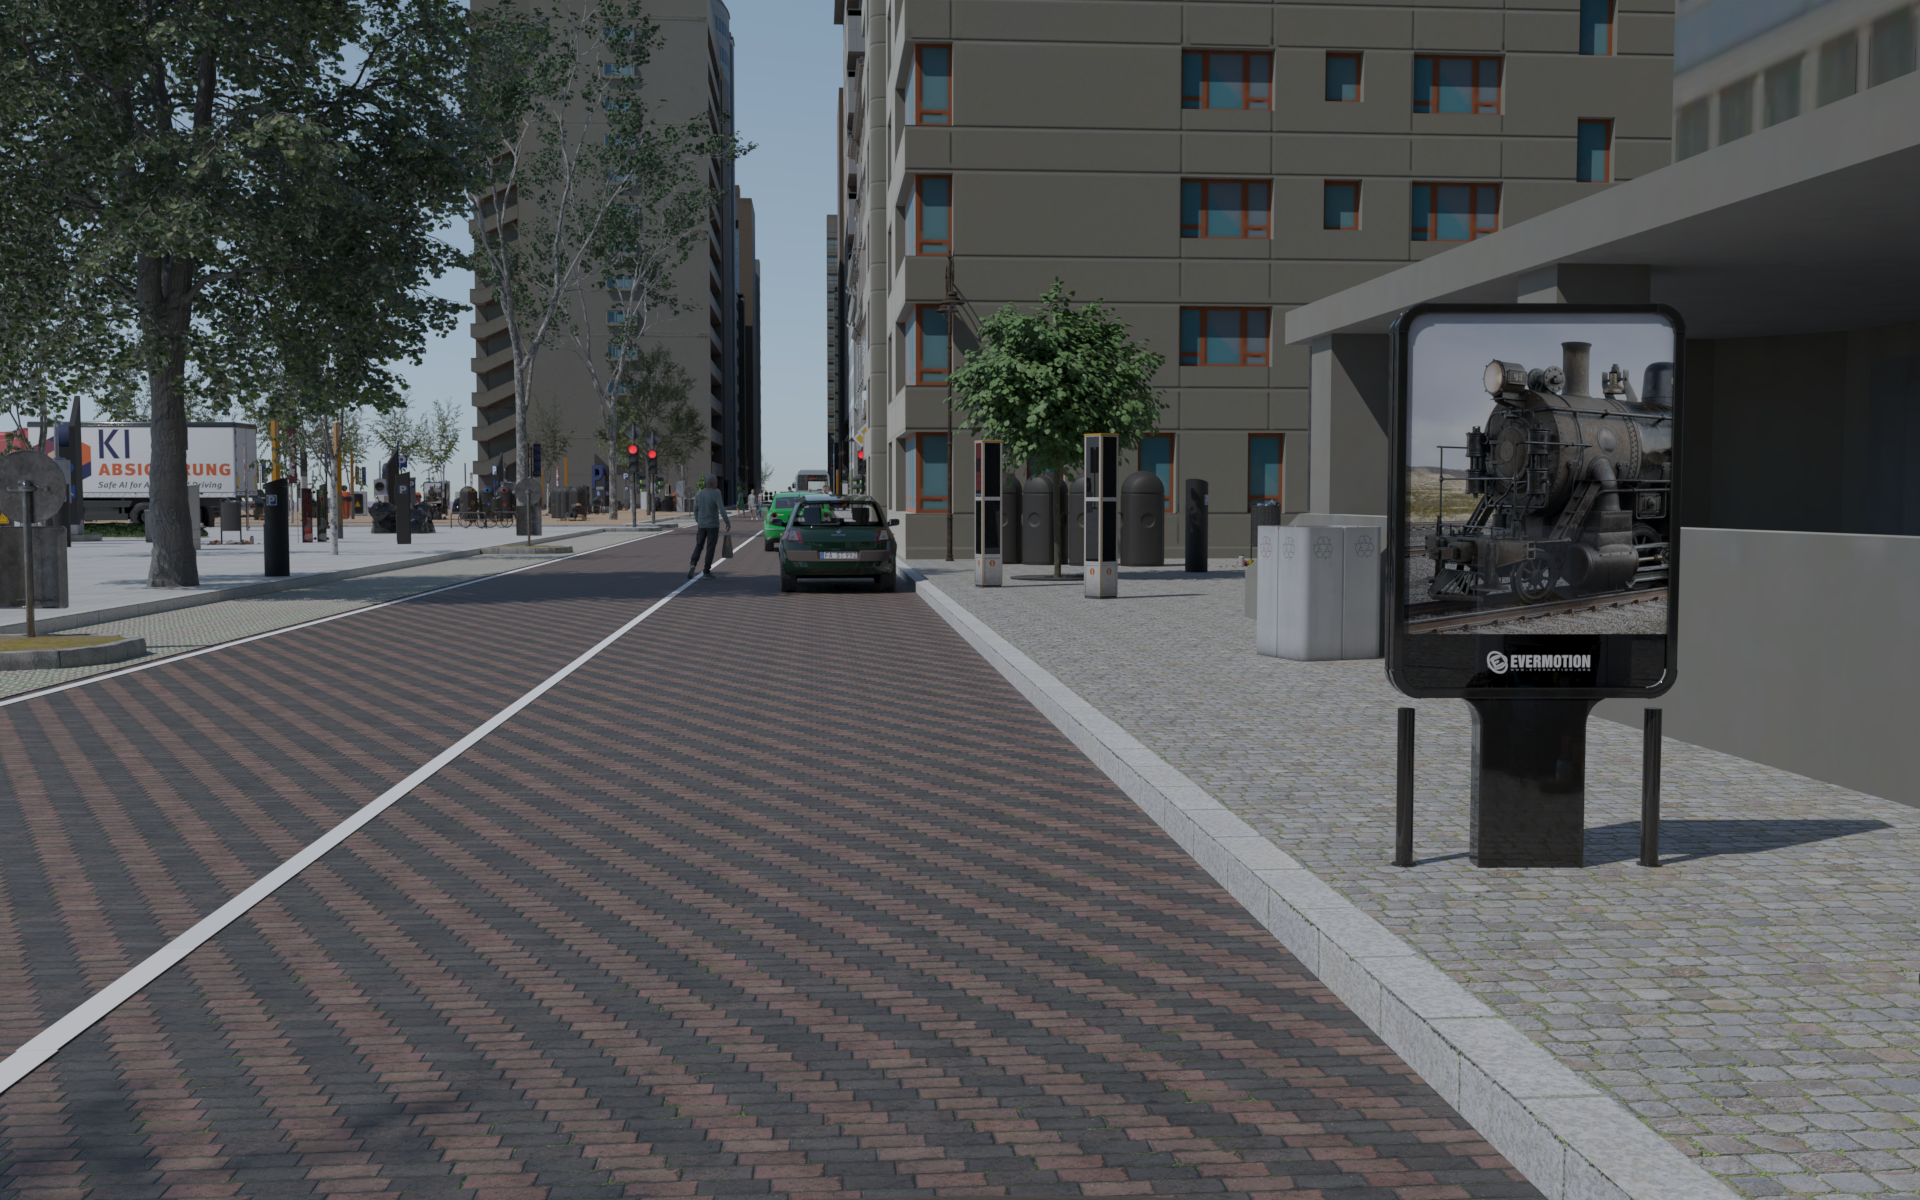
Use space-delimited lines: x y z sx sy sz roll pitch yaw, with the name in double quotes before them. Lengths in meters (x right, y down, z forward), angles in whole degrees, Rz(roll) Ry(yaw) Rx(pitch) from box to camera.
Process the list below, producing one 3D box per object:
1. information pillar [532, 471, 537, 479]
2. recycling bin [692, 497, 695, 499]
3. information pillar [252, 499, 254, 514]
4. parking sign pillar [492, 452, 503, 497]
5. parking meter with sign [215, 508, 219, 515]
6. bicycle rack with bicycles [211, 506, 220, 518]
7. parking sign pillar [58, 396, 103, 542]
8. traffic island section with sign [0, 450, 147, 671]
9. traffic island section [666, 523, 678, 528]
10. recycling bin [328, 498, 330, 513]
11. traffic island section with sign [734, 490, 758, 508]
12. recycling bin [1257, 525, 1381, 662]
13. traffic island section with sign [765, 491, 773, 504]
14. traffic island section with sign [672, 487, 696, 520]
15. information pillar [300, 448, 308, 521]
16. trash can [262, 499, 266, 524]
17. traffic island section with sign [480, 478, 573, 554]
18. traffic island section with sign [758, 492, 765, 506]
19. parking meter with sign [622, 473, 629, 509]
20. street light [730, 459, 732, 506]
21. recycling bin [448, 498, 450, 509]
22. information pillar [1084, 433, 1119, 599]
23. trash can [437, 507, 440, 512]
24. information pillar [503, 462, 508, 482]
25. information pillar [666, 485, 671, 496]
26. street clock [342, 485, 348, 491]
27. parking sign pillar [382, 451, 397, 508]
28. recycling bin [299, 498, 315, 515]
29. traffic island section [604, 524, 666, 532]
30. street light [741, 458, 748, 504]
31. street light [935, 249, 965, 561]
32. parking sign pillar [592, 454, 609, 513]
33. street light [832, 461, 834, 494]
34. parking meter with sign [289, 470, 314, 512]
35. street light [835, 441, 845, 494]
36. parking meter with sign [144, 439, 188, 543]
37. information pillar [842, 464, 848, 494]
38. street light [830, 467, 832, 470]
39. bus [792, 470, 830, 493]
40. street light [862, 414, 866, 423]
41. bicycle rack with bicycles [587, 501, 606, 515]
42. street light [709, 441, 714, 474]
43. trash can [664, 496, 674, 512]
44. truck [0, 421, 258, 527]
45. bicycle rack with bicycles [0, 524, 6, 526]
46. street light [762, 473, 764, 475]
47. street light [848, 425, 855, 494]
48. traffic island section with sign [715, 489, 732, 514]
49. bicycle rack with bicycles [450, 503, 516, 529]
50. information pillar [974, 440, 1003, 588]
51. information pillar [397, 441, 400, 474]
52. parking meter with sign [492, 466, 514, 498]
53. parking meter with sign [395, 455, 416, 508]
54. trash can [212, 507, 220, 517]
"information pillar" -36.197 -9.566 147.756 0.504 3.616 0.183 -1 4 -18
"recycling bin" -21.366 -7.718 138.746 0.722 1.027 0.722 -1 4 -10
"information pillar" -44.398 -6.394 109.028 0.304 2.012 0.304 -2 4 -31
"parking sign pillar" -29.667 -7.505 111.172 1.447 3.967 1.447 0 4 -2
"parking meter with sign" -42.431 -6.262 98.649 0.543 3.016 1.738 -1 4 -21
"bicycle rack with bicycles" -40.471 -4.871 93.030 2.925 0.926 2.852 -1 4 -16
"parking sign pillar" -24.055 -3.570 46.847 1.447 3.967 1.447 -1 4 -20
"traffic island section with sign" -8.170 -0.377 14.786 1.989 1.847 2.006 0 4 -5
"traffic island section" -13.206 -3.196 74.540 2.009 0.180 2.903 0 4 -5
"recycling bin" -42.714 -6.394 117.092 0.722 1.027 0.722 -3 4 -38
"traffic island section with sign" -21.566 -10.078 173.400 1.989 1.847 2.006 0 4 -5
"recycling bin" 2.820 -0.067 13.652 0.722 1.027 0.722 -1 4 -20
"traffic island section with sign" -28.535 -15.122 255.878 1.989 1.847 2.006 0 4 -5
"traffic island section with sign" -15.137 -5.427 97.364 1.989 1.847 2.006 0 4 -5
"information pillar" -30.931 -5.523 81.659 0.183 3.616 0.504 1 4 12
"trash can" -21.199 -2.564 53.575 0.748 1.137 0.748 0 3 0
"traffic island section with sign" -10.463 -2.039 41.969 1.989 1.847 2.006 0 4 -5
"traffic island section with sign" -23.833 -11.721 200.260 1.989 1.847 2.006 0 4 -5
"parking meter with sign" -27.491 -8.952 142.625 0.543 3.016 1.738 -1 4 -12
"street light" -24.526 -12.995 185.249 0.468 5.910 1.993 0 4 -5
"recycling bin" -43.090 -8.091 144.838 0.722 1.027 0.722 -2 4 -35
"information pillar" 1.729 -1.022 21.210 0.304 2.012 0.304 -3 4 -39
"trash can" -32.842 -5.913 108.339 0.748 1.137 0.748 0 3 0
"information pillar" -33.085 -8.248 126.206 0.504 3.616 0.183 3 5 43
"information pillar" -23.027 -8.095 136.848 0.304 2.012 0.304 3 5 42
"street clock" -49.614 -8.259 139.596 0.471 2.002 0.358 0 4 -1
"parking sign pillar" -35.281 -7.257 107.129 1.447 3.967 1.447 0 4 7
"recycling bin" -40.791 -5.849 108.183 0.722 1.027 0.722 1 4 16
"traffic island section" -12.533 -2.710 66.583 2.009 0.180 2.903 0 4 -5
"street light" -27.591 -15.122 220.039 0.468 5.910 1.993 0 4 -5
"street light" -0.196 -3.680 32.952 0.468 5.910 1.993 0 4 -5
"parking sign pillar" -24.097 -7.806 116.102 1.447 3.967 1.447 3 4 36
"street light" -13.654 -13.373 191.434 0.468 5.910 1.993 0 4 -5
"parking meter with sign" -48.267 -7.987 126.855 1.738 3.016 0.543 -2 4 -28
"street light" -10.891 -11.303 157.587 0.468 5.910 1.993 0 4 -5
"parking meter with sign" -21.324 -3.071 46.479 0.543 3.016 1.738 0 4 -1
"information pillar" -9.084 -8.905 136.947 0.504 3.616 0.183 2 4 28
"street light" -16.503 -15.472 225.750 0.468 5.910 1.993 0 4 -5
"bus" -11.760 -8.686 136.871 2.948 3.499 13.247 0 4 -6
"street light" -4.382 -6.659 81.660 0.468 5.910 1.993 0 4 -5
"bicycle rack with bicycles" -23.369 -5.707 106.691 2.852 0.926 2.925 -2 4 -31
"street light" -21.713 -10.925 151.406 0.468 5.910 1.993 0 4 -5
"trash can" -20.925 -6.903 124.520 0.748 1.137 0.748 0 3 0
"truck" -33.761 -4.847 68.162 11.283 4.237 2.839 0 4 -3
"bicycle rack with bicycles" -17.695 -1.030 30.215 2.925 0.926 2.852 -1 4 -10
"street light" -34.475 -20.189 302.880 0.468 5.910 1.993 0 4 -5
"street light" -7.238 -8.753 115.905 0.468 5.910 1.993 0 4 -5
"traffic island section with sign" -17.414 -7.070 124.223 1.989 1.847 2.006 0 4 -5
"bicycle rack with bicycles" -17.835 -3.159 65.037 2.925 0.926 2.852 2 4 30
"information pillar" 0.392 -1.180 23.779 0.304 2.012 0.304 -1 4 -20
"information pillar" -24.553 -5.161 75.731 0.183 3.616 0.504 -1 4 -15
"parking meter with sign" -27.955 -6.775 107.033 1.738 3.016 0.543 -3 5 -42
"parking meter with sign" -24.592 -4.951 77.204 0.543 3.016 1.738 -3 4 -38
"trash can" -41.284 -5.184 96.406 0.748 1.137 0.748 0 3 0
